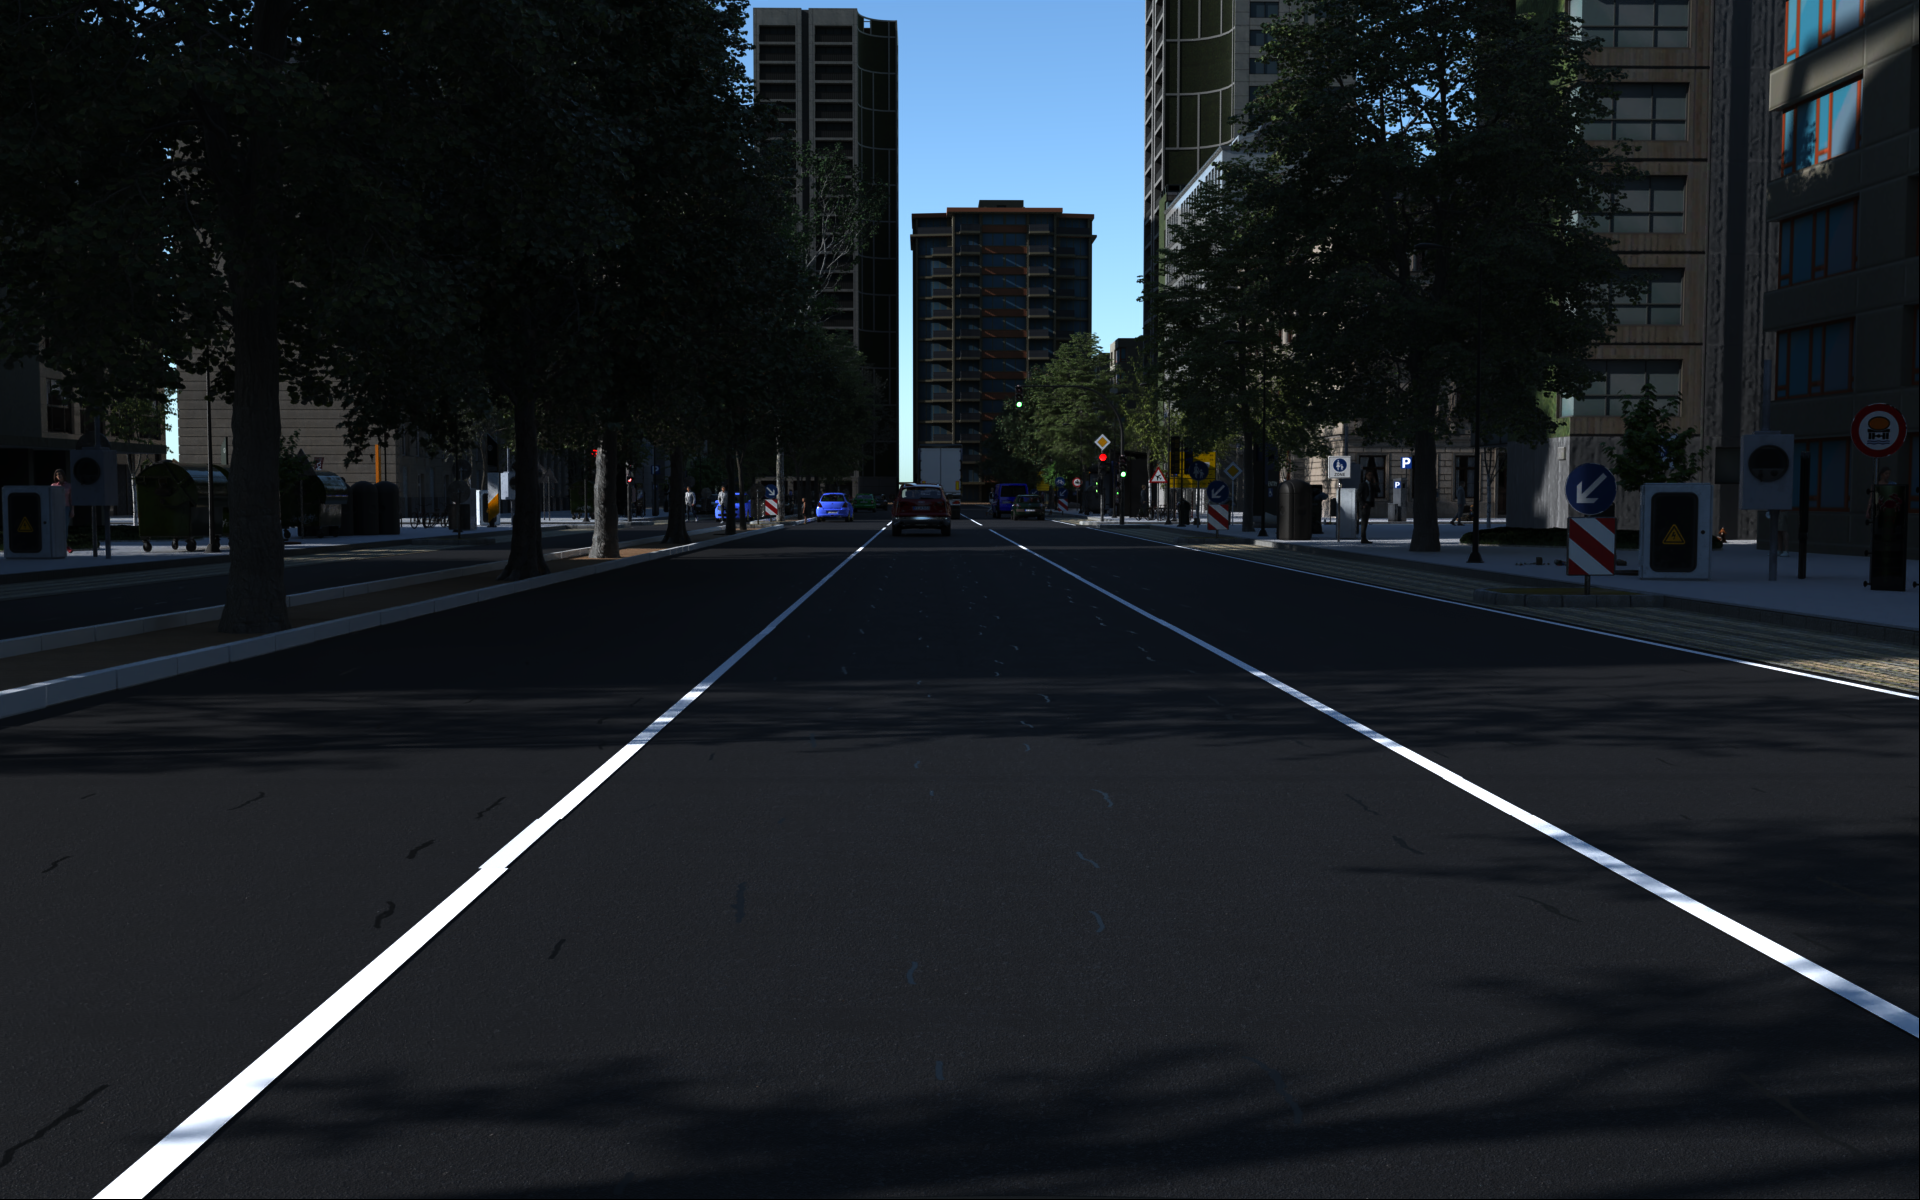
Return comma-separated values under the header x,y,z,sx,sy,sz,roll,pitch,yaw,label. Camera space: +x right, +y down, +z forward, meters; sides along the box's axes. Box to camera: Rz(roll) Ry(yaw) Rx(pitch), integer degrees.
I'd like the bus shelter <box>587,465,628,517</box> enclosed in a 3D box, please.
x,y,z,sx,sy,sz,roll,pitch,yaw,label
-20.457,-6.761,101.818,1.731,3.624,6.357,0,4,-1,bus shelter

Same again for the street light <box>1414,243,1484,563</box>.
x,y,z,sx,sy,sz,roll,pitch,yaw,label
9.097,-3.650,32.214,1.470,5.913,1.316,0,4,-1,street light

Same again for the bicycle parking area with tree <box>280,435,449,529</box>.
x,y,z,sx,sy,sz,roll,pitch,yaw,label
-23.527,-4.700,63.851,8.231,4.147,9.016,1,4,21,bicycle parking area with tree

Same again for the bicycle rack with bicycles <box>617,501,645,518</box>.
x,y,z,sx,sy,sz,roll,pitch,yaw,label
-18.754,-4.969,94.627,2.852,0.926,2.925,-2,4,-29,bicycle rack with bicycles

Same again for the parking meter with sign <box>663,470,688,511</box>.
x,y,z,sx,sy,sz,roll,pitch,yaw,label
-20.861,-7.991,126.921,1.738,3.016,0.543,-1,4,-16,parking meter with sign

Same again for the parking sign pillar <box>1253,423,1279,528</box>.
x,y,z,sx,sy,sz,roll,pitch,yaw,label
11.683,-4.750,66.132,1.447,3.967,1.447,3,5,40,parking sign pillar

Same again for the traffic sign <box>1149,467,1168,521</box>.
x,y,z,sx,sy,sz,roll,pitch,yaw,label
9.378,-5.011,81.935,0.884,2.594,0.081,0,4,7,traffic sign

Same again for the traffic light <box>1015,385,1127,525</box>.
x,y,z,sx,sy,sz,roll,pitch,yaw,label
4.672,-5.974,72.340,4.771,5.953,1.251,0,4,-1,traffic light

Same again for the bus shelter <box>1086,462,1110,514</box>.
x,y,z,sx,sy,sz,roll,pitch,yaw,label
9.288,-7.157,110.943,2.014,3.302,5.546,0,4,-1,bus shelter

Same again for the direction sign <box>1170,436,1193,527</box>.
x,y,z,sx,sy,sz,roll,pitch,yaw,label
8.706,-4.646,67.958,0.876,3.537,0.379,1,4,18,direction sign

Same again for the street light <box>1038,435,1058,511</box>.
x,y,z,sx,sy,sz,roll,pitch,yaw,label
6.969,-9.933,134.946,1.470,5.913,1.316,0,4,-1,street light

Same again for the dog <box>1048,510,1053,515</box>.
x,y,z,sx,sy,sz,roll,pitch,yaw,label
5.825,-5.686,113.158,0.748,0.427,0.550,-2,4,-33,dog

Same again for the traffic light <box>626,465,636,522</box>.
x,y,z,sx,sy,sz,roll,pitch,yaw,label
-13.173,-6.449,80.113,4.771,5.953,1.251,0,4,-1,traffic light

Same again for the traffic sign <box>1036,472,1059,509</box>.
x,y,z,sx,sy,sz,roll,pitch,yaw,label
7.859,-9.735,153.047,2.265,3.308,0.079,0,4,3,traffic sign

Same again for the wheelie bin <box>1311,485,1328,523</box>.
x,y,z,sx,sy,sz,roll,pitch,yaw,label
11.718,-3.031,57.457,0.980,1.594,0.693,1,4,10,wheelie bin

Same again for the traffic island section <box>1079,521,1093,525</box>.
x,y,z,sx,sy,sz,roll,pitch,yaw,label
6.634,-3.568,80.623,2.009,0.180,2.903,0,4,-1,traffic island section

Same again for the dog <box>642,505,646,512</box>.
x,y,z,sx,sy,sz,roll,pitch,yaw,label
-23.122,-6.722,126.741,0.406,0.507,0.540,-3,4,-36,dog

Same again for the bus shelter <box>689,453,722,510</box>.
x,y,z,sx,sy,sz,roll,pitch,yaw,label
-20.534,-9.934,140.054,2.179,5.291,8.768,0,4,-1,bus shelter

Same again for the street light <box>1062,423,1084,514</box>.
x,y,z,sx,sy,sz,roll,pitch,yaw,label
7.428,-8.653,114.025,1.470,5.913,1.316,0,4,-1,street light

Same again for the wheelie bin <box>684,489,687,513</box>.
x,y,z,sx,sy,sz,roll,pitch,yaw,label
-18.492,-6.526,114.611,0.980,1.594,0.693,-1,4,-18,wheelie bin

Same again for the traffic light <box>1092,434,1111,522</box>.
x,y,z,sx,sy,sz,roll,pitch,yaw,label
6.594,-5.602,80.508,0.839,4.253,0.868,0,4,-1,traffic light

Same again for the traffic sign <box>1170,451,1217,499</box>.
x,y,z,sx,sy,sz,roll,pitch,yaw,label
10.874,-5.343,81.233,2.265,3.308,0.079,0,4,4,traffic sign

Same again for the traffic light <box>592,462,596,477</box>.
x,y,z,sx,sy,sz,roll,pitch,yaw,label
-15.094,-5.084,72.051,0.839,4.253,0.868,0,4,-1,traffic light

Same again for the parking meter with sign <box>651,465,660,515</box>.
x,y,z,sx,sy,sz,roll,pitch,yaw,label
-18.687,-6.733,106.338,0.543,3.016,1.738,-1,4,-10,parking meter with sign

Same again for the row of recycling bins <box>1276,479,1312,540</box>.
x,y,z,sx,sy,sz,roll,pitch,yaw,label
9.584,-2.599,49.599,1.069,1.692,3.534,1,4,12,row of recycling bins

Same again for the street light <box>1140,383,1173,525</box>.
x,y,z,sx,sy,sz,roll,pitch,yaw,label
8.209,-6.116,72.542,1.470,5.913,1.316,0,4,-1,street light

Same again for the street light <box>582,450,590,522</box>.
x,y,z,sx,sy,sz,roll,pitch,yaw,label
-16.734,-6.566,79.894,1.470,5.913,1.316,0,4,-1,street light

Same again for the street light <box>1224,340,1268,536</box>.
x,y,z,sx,sy,sz,roll,pitch,yaw,label
8.663,-4.887,52.443,1.470,5.913,1.316,0,4,-1,street light

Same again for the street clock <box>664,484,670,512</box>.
x,y,z,sx,sy,sz,roll,pitch,yaw,label
-20.718,-7.191,122.138,0.471,2.002,0.358,2,4,34,street clock

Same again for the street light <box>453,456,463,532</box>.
x,y,z,sx,sy,sz,roll,pitch,yaw,label
-16.308,-5.223,57.934,1.470,5.913,1.316,0,4,-1,street light

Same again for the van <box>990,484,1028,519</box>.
x,y,z,sx,sy,sz,roll,pitch,yaw,label
2.986,-6.043,103.187,2.240,2.365,5.245,0,4,-3,van

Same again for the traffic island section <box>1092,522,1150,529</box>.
x,y,z,sx,sy,sz,roll,pitch,yaw,label
6.802,-3.080,72.640,2.009,0.180,2.903,0,4,-1,traffic island section

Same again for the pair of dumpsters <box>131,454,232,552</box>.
x,y,z,sx,sy,sz,roll,pitch,yaw,label
-17.616,-2.311,40.273,1.574,2.255,4.437,0,4,-1,pair of dumpsters

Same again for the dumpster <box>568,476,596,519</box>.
x,y,z,sx,sy,sz,roll,pitch,yaw,label
-19.007,-5.226,87.935,1.502,2.255,1.985,0,4,-1,dumpster

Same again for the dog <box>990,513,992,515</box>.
x,y,z,sx,sy,sz,roll,pitch,yaw,label
2.255,-5.955,117.556,0.748,0.427,0.550,3,4,38,dog

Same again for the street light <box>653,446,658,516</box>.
x,y,z,sx,sy,sz,roll,pitch,yaw,label
-17.167,-7.823,100.442,1.470,5.913,1.316,0,4,-1,street light

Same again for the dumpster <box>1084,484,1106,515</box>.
x,y,z,sx,sy,sz,roll,pitch,yaw,label
8.196,-6.066,104.934,1.264,1.857,1.865,0,4,-1,dumpster

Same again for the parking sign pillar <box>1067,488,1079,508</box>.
x,y,z,sx,sy,sz,roll,pitch,yaw,label
10.218,-10.173,154.802,1.447,3.967,1.447,0,4,-3,parking sign pillar

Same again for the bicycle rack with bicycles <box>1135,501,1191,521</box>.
x,y,z,sx,sy,sz,roll,pitch,yaw,label
9.735,-4.316,83.950,2.925,0.926,2.852,-2,4,-27,bicycle rack with bicycles

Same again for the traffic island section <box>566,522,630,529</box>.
x,y,z,sx,sy,sz,roll,pitch,yaw,label
-15.134,-3.052,72.184,2.009,0.180,2.903,0,4,-1,traffic island section

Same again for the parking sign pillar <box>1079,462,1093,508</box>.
x,y,z,sx,sy,sz,roll,pitch,yaw,label
10.262,-8.825,132.765,1.447,3.967,1.447,1,4,22,parking sign pillar

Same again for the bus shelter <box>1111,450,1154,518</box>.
x,y,z,sx,sy,sz,roll,pitch,yaw,label
9.512,-6.387,95.711,1.731,3.624,6.357,0,4,-1,bus shelter

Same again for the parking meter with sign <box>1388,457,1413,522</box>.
x,y,z,sx,sy,sz,roll,pitch,yaw,label
20.499,-5.170,80.782,0.543,3.016,1.738,3,4,36,parking meter with sign

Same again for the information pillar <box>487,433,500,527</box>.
x,y,z,sx,sy,sz,roll,pitch,yaw,label
-17.981,-4.608,66.691,0.504,3.616,0.183,1,4,21,information pillar

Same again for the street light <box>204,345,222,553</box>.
x,y,z,sx,sy,sz,roll,pitch,yaw,label
-15.859,-3.993,37.834,1.470,5.913,1.316,0,4,-1,street light

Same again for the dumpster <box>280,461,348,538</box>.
x,y,z,sx,sy,sz,roll,pitch,yaw,label
-18.997,-2.951,50.743,1.502,2.255,1.985,0,4,-1,dumpster

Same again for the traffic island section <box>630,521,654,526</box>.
x,y,z,sx,sy,sz,roll,pitch,yaw,label
-15.303,-3.540,80.168,2.009,0.180,2.903,0,4,-1,traffic island section

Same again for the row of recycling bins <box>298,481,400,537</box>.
x,y,z,sx,sy,sz,roll,pitch,yaw,label
-18.877,-2.849,53.689,1.069,1.692,3.534,2,4,32,row of recycling bins

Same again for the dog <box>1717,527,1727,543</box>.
x,y,z,sx,sy,sz,roll,pitch,yaw,label
19.941,-1.706,45.624,0.748,0.427,0.550,0,4,-3,dog

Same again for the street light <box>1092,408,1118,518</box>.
x,y,z,sx,sy,sz,roll,pitch,yaw,label
7.783,-7.377,93.156,1.470,5.913,1.316,0,4,-1,street light

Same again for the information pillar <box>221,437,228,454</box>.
x,y,z,sx,sy,sz,roll,pitch,yaw,label
-30.057,-4.863,70.861,0.504,3.616,0.183,3,5,42,information pillar

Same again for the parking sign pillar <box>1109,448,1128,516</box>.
x,y,z,sx,sy,sz,roll,pitch,yaw,label
9.424,-6.901,101.307,1.447,3.967,1.447,-1,4,-9,parking sign pillar
